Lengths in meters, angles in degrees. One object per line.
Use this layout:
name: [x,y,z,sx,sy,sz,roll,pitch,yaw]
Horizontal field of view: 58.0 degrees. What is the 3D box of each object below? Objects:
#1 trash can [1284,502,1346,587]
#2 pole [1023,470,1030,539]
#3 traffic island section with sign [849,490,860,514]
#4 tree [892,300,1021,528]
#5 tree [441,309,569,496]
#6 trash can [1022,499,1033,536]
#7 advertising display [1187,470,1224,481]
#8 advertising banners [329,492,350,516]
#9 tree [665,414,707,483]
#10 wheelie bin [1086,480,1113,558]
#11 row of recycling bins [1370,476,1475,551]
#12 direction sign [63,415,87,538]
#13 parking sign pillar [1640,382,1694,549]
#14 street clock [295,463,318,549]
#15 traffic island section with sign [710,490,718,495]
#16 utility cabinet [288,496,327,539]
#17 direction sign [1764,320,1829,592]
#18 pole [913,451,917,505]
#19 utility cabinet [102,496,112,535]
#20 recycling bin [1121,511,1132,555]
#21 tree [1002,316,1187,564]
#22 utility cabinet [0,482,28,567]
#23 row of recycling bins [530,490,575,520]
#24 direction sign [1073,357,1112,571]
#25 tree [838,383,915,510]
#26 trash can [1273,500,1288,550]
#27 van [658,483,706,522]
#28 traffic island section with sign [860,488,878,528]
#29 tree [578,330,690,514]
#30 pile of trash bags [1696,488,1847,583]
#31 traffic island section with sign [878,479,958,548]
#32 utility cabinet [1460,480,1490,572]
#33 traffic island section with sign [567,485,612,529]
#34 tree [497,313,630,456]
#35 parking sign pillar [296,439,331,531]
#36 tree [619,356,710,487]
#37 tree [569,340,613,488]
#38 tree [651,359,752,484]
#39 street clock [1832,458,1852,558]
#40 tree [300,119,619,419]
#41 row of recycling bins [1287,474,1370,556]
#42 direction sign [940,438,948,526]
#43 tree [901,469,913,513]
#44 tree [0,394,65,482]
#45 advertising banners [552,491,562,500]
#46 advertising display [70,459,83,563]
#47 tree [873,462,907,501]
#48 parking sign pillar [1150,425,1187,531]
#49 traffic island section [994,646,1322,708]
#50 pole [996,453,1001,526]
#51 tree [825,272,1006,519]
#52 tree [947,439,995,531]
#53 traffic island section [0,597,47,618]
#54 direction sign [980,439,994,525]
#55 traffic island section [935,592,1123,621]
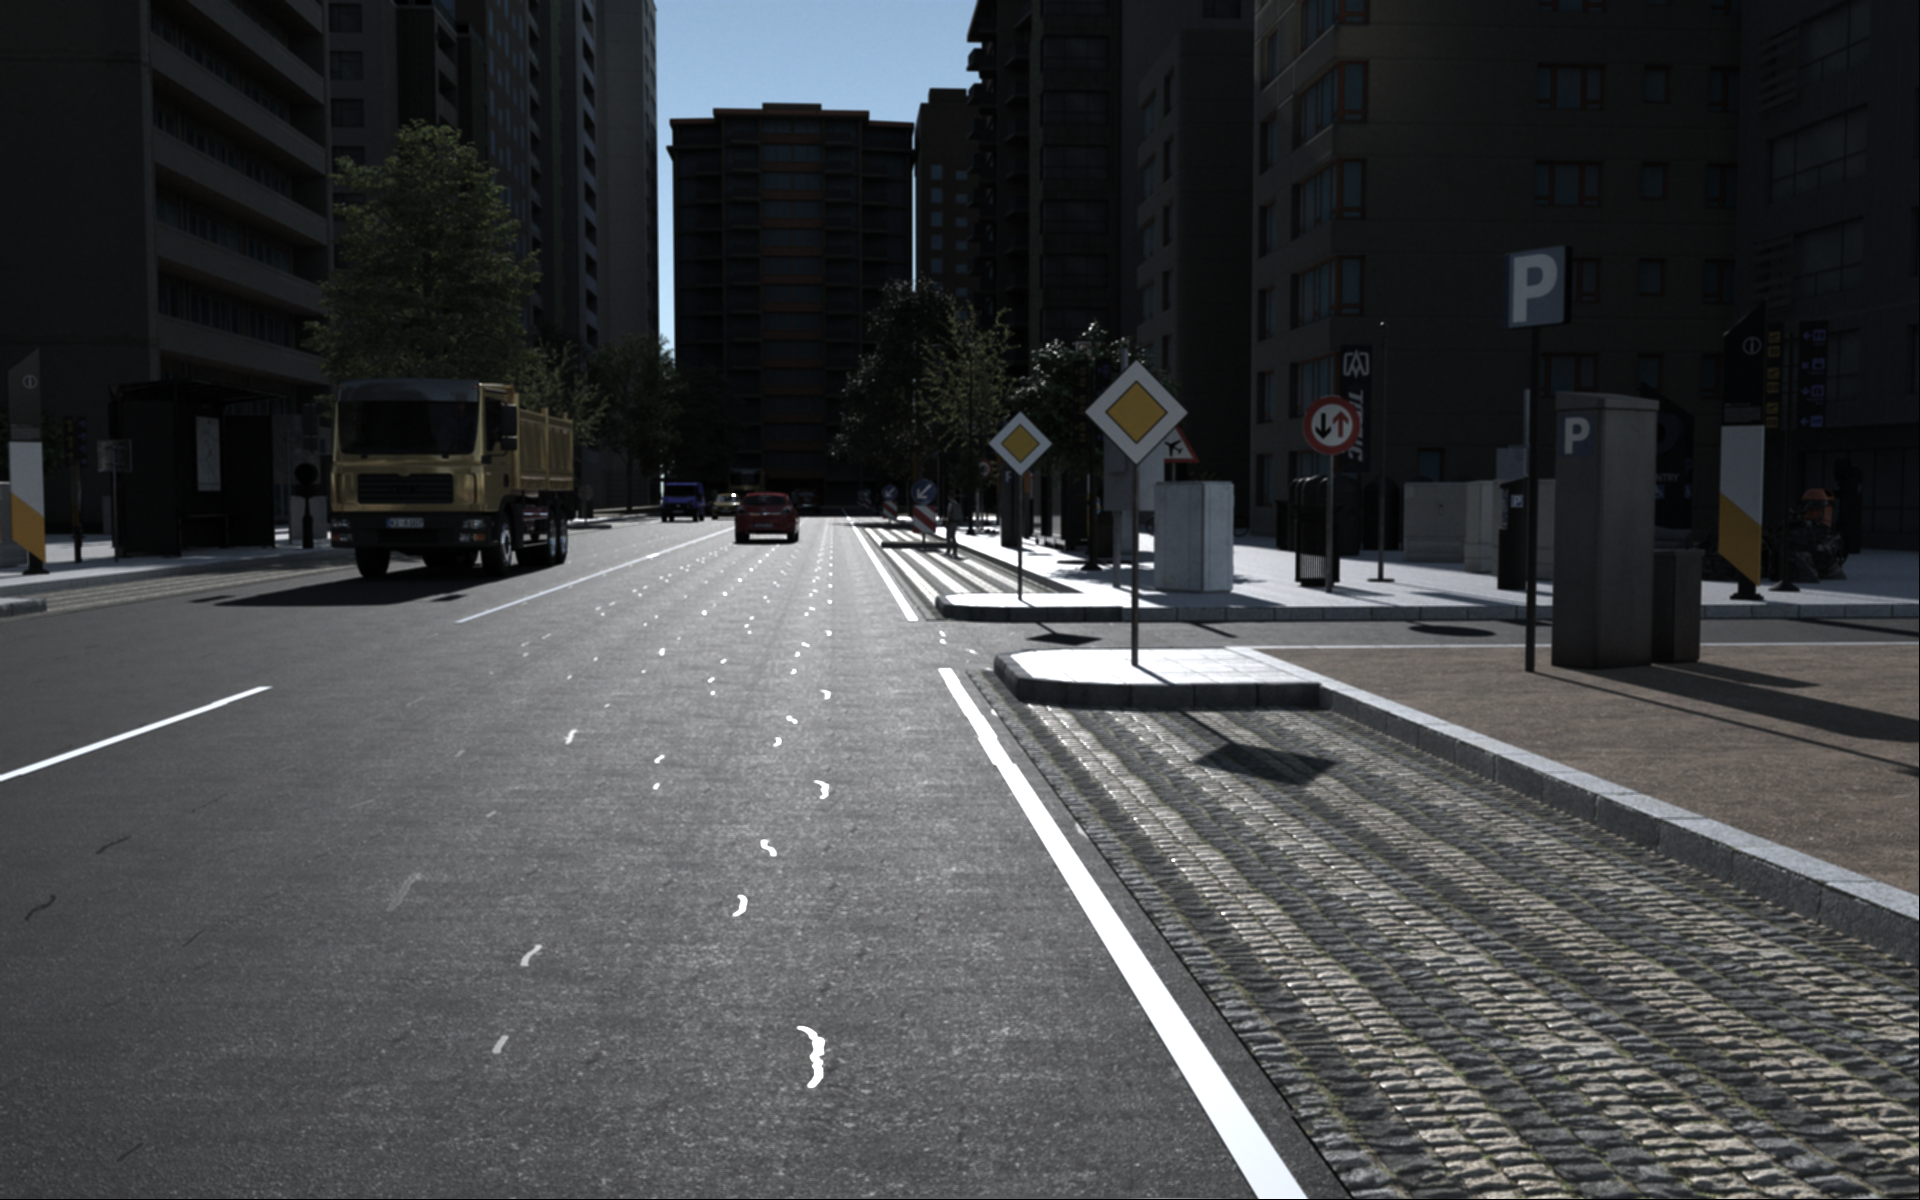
trash can: [4.983,-0.762,24.119,0.748,1.137,0.748,0,3,0]
pole: [1.910,-3.415,49.672,0.158,3.312,0.155,0,3,0]
traffic island section with sign: [-6.738,-7.005,123.156,1.989,1.847,2.006,0,4,-4]
tree: [0.516,-6.993,64.694,4.360,8.622,3.978,0,3,0]
tree: [-17.991,-7.088,66.253,4.360,8.622,3.978,0,3,0]
trash can: [2.009,-2.558,53.477,0.748,1.137,0.748,0,3,0]
advertising display: [6.648,-2.552,46.940,0.974,1.923,0.123,1,4,12]
advertising banners: [-23.661,-4.332,67.017,0.090,3.025,2.074,1,4,21]
tree: [-24.952,-12.571,155.893,4.360,8.622,3.978,0,3,0]
wheelie bin: [2.929,-1.657,34.995,0.693,1.594,0.980,1,4,9]
row of recycling bins: [10.082,-1.980,39.482,3.534,1.692,1.069,2,4,30]
direction sign: [-25.694,-3.570,50.372,0.379,3.537,0.876,1,4,12]
parking sign pillar: [16.669,-3.218,41.089,1.447,3.967,1.447,-3,5,-40]
street clock: [-15.365,-2.214,40.761,0.471,2.002,0.358,0,4,4]
traffic island section with sign: [-21.183,-8.630,149.726,1.989,1.847,2.006,0,4,-4]
utility cabinet: [-18.609,-2.339,49.405,1.020,1.237,0.306,0,4,5]
direction sign: [10.929,-1.887,22.857,0.876,3.537,0.379,2,4,35]
pole: [-2.162,-5.448,82.919,0.158,3.312,0.155,0,3,0]
utility cabinet: [-26.359,-2.641,54.338,1.020,1.237,0.306,1,4,12]
recycling bin: [3.416,-1.487,36.860,0.722,1.027,0.722,0,4,2]
tree: [2.490,-2.965,32.194,4.285,4.588,4.351,0,3,0]
utility cabinet: [-16.763,-1.329,30.401,0.318,1.500,1.173,0,4,-7]
row of recycling bins: [-21.024,-4.845,86.335,3.534,1.692,1.069,-1,4,-18]
direction sign: [2.214,-2.270,29.119,0.379,3.537,0.876,-3,5,-41]
tree: [-6.125,-13.234,142.131,9.928,11.665,9.643,0,3,0]
trash can: [7.574,-1.721,39.784,0.748,1.137,0.748,0,3,0]
van: [-14.644,-5.337,91.636,2.240,2.365,5.245,0,4,-3]
traffic island section with sign: [-3.101,-3.965,73.458,1.989,1.847,2.006,0,4,-4]
tree: [-20.851,-11.230,109.372,9.928,11.665,9.643,0,3,0]
pile of trash bags: [12.598,-1.024,26.488,1.912,1.369,3.447,3,5,44]
traffic island section with sign: [-1.109,-2.303,46.274,1.989,1.847,2.006,0,4,-4]
utility cabinet: [8.731,-1.209,28.448,1.173,1.500,0.318,-3,5,-42]
traffic island section with sign: [-15.451,-3.845,71.486,1.989,1.847,2.006,0,4,-4]
tree: [-20.625,-9.511,89.911,7.601,10.594,8.767,0,4,6]
parking sign pillar: [-22.779,-4.422,60.766,1.447,3.967,1.447,3,4,39]
tree: [-24.612,-13.714,142.357,7.486,12.596,7.792,0,3,0]
tree: [-18.865,-8.040,81.821,4.360,8.622,3.978,0,3,0]
tree: [-24.841,-15.734,163.903,9.857,13.997,8.962,0,3,0]
street clock: [17.749,-1.853,34.871,0.358,2.002,0.471,3,4,38]
tree: [-16.055,-8.240,52.858,7.486,12.596,7.792,0,3,0]
row of recycling bins: [7.795,-1.854,37.419,1.069,1.692,3.534,0,4,-2]
direction sign: [-0.615,-4.771,69.996,0.379,3.537,0.876,1,4,17]
tree: [-3.104,-7.631,119.366,1.663,3.219,1.824,0,3,0]
tree: [-28.864,-4.225,52.788,4.285,4.588,4.351,0,3,0]
advertising banners: [-17.762,-4.921,76.643,0.090,3.025,2.074,0,4,0]
advertising display: [-16.555,-1.668,32.481,0.123,1.923,0.974,-1,4,-23]
tree: [-6.268,-10.526,155.806,4.285,4.588,4.351,0,3,0]
parking sign pillar: [7.366,-4.402,60.448,1.447,3.967,1.447,-2,4,-31]
traffic island section: [1.329,0.567,13.003,2.009,0.180,2.903,0,4,-4]
pole: [1.580,-4.679,70.342,0.158,3.312,0.155,0,3,0]
tree: [-2.211,-10.558,89.631,9.611,12.733,9.660,0,3,0]
tree: [0.443,-4.026,60.430,1.663,3.219,1.824,0,3,0]
traffic island section: [-12.012,0.137,20.041,2.009,0.180,2.903,0,4,-4]
direction sign: [1.111,-4.831,70.987,0.379,3.537,0.876,3,5,41]
traffic island section: [0.746,0.080,20.967,2.009,0.180,2.903,0,4,-4]
